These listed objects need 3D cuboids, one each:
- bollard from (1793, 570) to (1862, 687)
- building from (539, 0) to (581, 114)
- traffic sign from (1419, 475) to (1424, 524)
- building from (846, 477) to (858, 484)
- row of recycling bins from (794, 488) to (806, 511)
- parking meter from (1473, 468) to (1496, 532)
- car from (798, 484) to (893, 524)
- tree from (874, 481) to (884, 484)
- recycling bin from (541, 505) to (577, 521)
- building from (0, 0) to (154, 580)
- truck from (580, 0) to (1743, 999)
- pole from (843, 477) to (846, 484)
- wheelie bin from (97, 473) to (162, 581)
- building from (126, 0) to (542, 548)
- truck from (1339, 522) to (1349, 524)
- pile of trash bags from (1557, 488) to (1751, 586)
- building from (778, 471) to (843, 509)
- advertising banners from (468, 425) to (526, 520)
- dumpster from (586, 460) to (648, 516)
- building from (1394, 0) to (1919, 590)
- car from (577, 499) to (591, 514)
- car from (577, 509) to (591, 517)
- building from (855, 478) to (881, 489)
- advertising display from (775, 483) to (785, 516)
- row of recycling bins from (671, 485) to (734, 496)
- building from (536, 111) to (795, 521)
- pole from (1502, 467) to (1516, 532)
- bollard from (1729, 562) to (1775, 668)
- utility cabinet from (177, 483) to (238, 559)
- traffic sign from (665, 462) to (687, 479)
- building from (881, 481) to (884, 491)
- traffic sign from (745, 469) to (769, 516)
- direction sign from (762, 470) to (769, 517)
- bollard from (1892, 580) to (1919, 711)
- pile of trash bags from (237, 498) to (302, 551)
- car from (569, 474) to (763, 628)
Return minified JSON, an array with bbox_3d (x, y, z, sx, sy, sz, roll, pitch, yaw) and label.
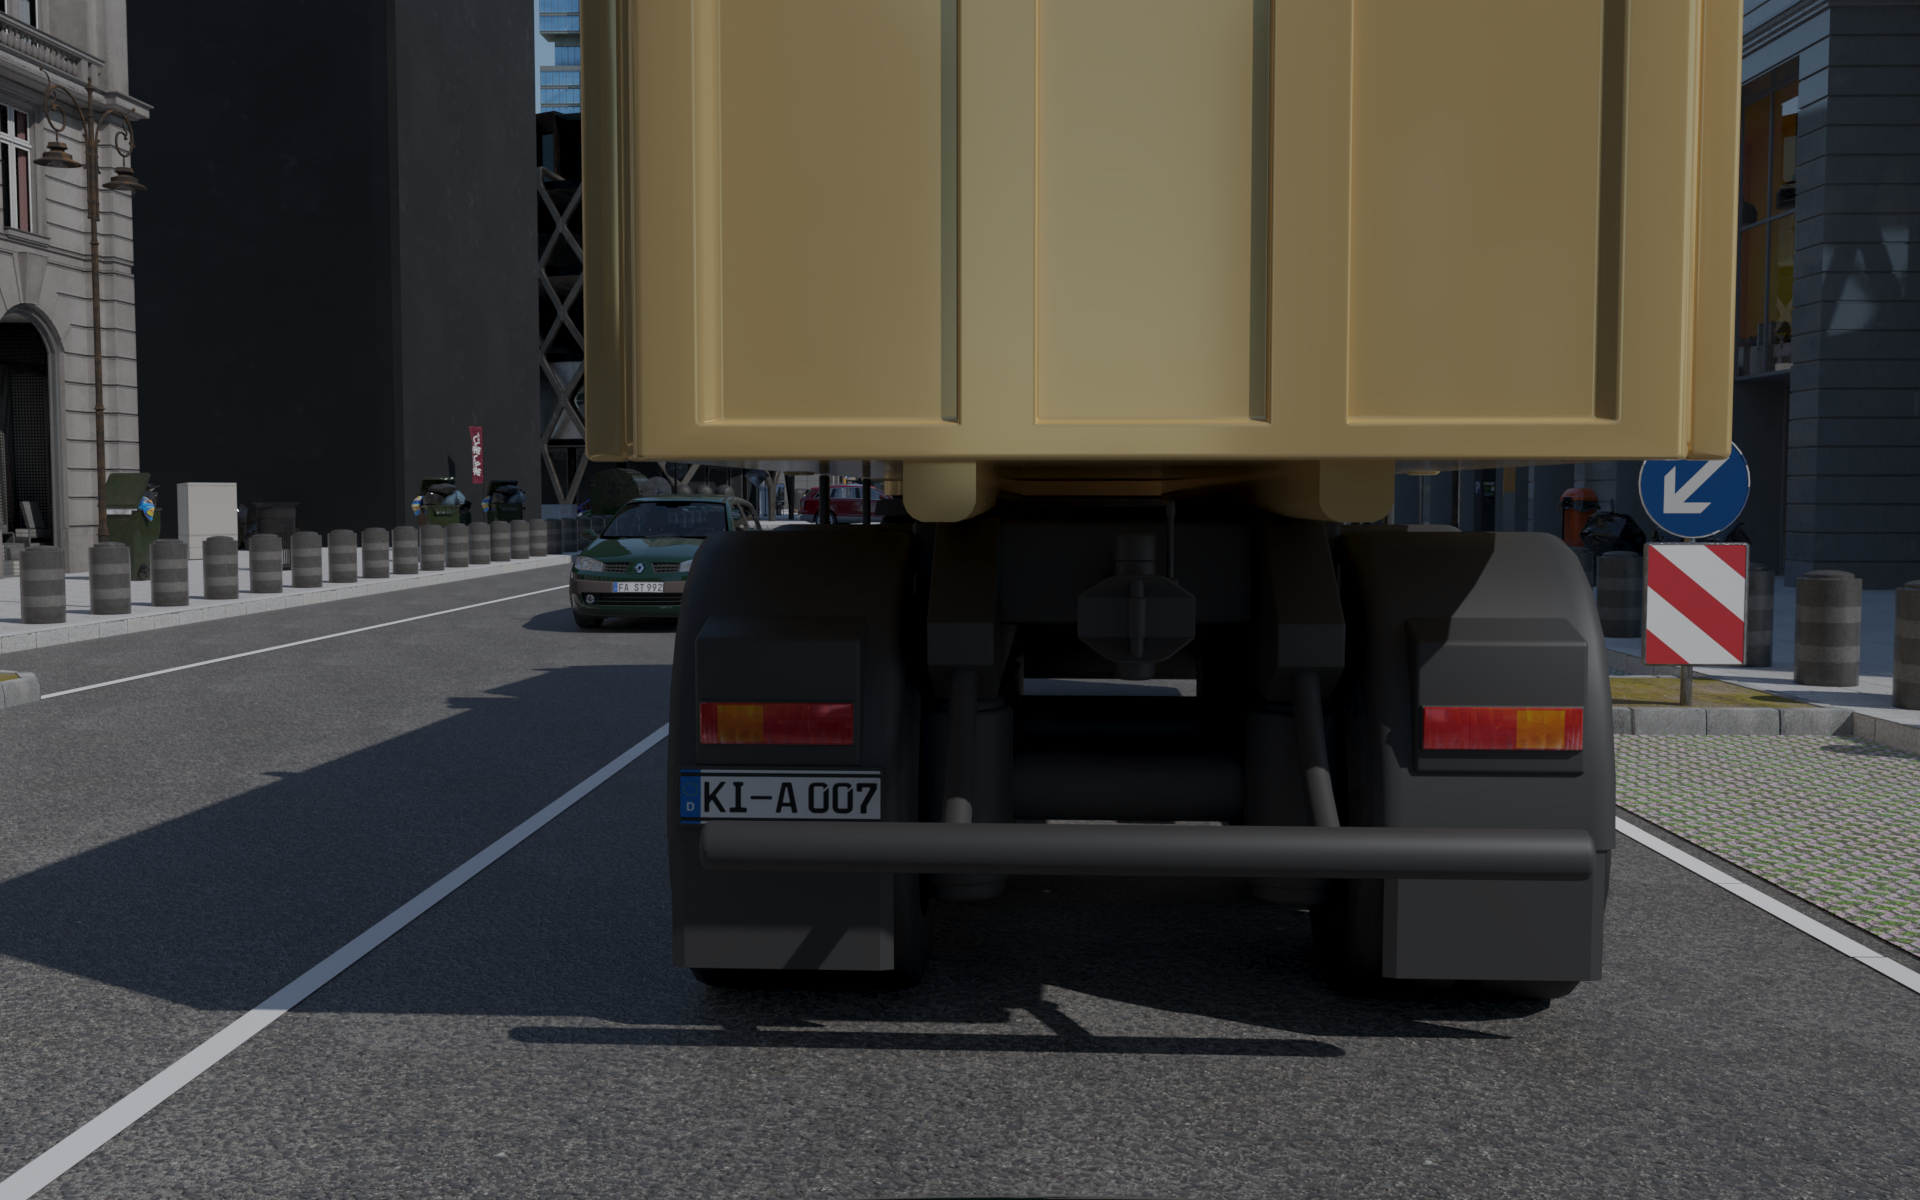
[{"bbox_3d":[5.846,0.186,11.673,0.404,0.777,0.398,0,3,0],"label":"bollard"},{"bbox_3d":[-46.500,-57.143,246.965,31.000,86.520,22.319,0,4,1],"label":"building"},{"bbox_3d":[7.476,-1.716,28.065,0.884,2.594,0.081,0,4,7],"label":"traffic sign"},{"bbox_3d":[-17.672,-31.955,172.568,14.600,45.320,14.200,0,4,1],"label":"building"},{"bbox_3d":[-11.689,-7.334,127.016,1.069,1.692,3.534,0,4,4],"label":"row of recycling bins"},{"bbox_3d":[9.152,-1.499,30.221,0.255,1.863,0.399,0,4,-6],"label":"parking meter"},{"bbox_3d":[-3.756,-3.660,68.507,5.304,1.827,2.281,0,4,1],"label":"car"},{"bbox_3d":[-6.046,-17.070,185.752,9.857,13.997,8.962,0,3,0],"label":"tree"},{"bbox_3d":[-9.613,-1.776,41.595,0.722,1.027,0.722,0,4,-1],"label":"recycling bin"},{"bbox_3d":[-20.069,-10.745,17.482,13.314,21.916,24.055,0,4,1],"label":"building"},{"bbox_3d":[0.679,-0.775,8.589,3.469,3.379,9.791,0,4,3],"label":"truck"},{"bbox_3d":[-9.187,-8.805,137.797,0.158,3.312,0.155,0,3,0],"label":"pole"},{"bbox_3d":[-12.345,-1.091,25.746,0.980,1.594,0.693,0,4,7],"label":"wheelie bin"},{"bbox_3d":[-20.990,-13.290,46.961,15.834,23.373,12.332,0,4,1],"label":"building"},{"bbox_3d":[20.905,-4.283,59.783,18.799,4.110,2.967,0,4,2],"label":"truck"},{"bbox_3d":[9.560,-0.896,24.396,1.912,1.369,3.447,-1,4,-16],"label":"pile of trash bags"},{"bbox_3d":[-21.105,-43.806,154.481,20.563,71.187,20.611,0,4,1],"label":"building"},{"bbox_3d":[-12.020,-2.984,44.978,0.090,3.025,2.074,2,4,27],"label":"advertising banners"},{"bbox_3d":[-9.408,-2.775,47.859,1.502,2.255,1.985,0,4,1],"label":"dumpster"},{"bbox_3d":[17.149,-15.864,36.874,11.434,29.767,29.804,0,4,1],"label":"building"},{"bbox_3d":[-13.327,-3.150,64.088,3.894,1.354,1.945,0,4,0],"label":"car"},{"bbox_3d":[-11.554,-3.145,61.214,4.222,1.686,2.009,0,4,3],"label":"car"},{"bbox_3d":[-23.578,-40.324,201.303,28.212,58.520,21.231,0,4,1],"label":"building"},{"bbox_3d":[-10.753,-5.977,102.936,0.123,1.923,0.974,2,4,29],"label":"advertising display"},{"bbox_3d":[-11.634,-4.200,75.788,3.534,1.692,1.069,-1,4,-16],"label":"row of recycling bins"},{"bbox_3d":[-16.424,-13.308,85.035,16.811,18.784,16.820,0,4,1],"label":"building"},{"bbox_3d":[7.671,-1.855,24.169,0.158,3.312,0.155,0,3,0],"label":"pole"},{"bbox_3d":[5.877,0.106,12.978,0.404,0.777,0.398,0,3,0],"label":"bollard"},{"bbox_3d":[-14.770,-1.549,33.997,0.318,1.500,1.173,2,4,25],"label":"utility cabinet"},{"bbox_3d":[-9.366,-3.487,57.116,0.768,2.556,0.104,0,4,8],"label":"traffic sign"},{"bbox_3d":[-1.745,-40.421,250.119,27.495,52.752,28.713,0,4,1],"label":"building"},{"bbox_3d":[-6.653,-3.254,56.850,0.795,2.450,0.064,0,4,1],"label":"traffic sign"},{"bbox_3d":[-11.093,-6.520,98.600,0.876,3.537,0.379,0,4,-7],"label":"direction sign"},{"bbox_3d":[5.816,0.266,10.368,0.404,0.777,0.398,0,3,0],"label":"bollard"},{"bbox_3d":[-16.267,-1.794,39.091,1.912,1.369,3.447,0,4,5],"label":"pile of trash bags"},{"bbox_3d":[-3.182,-0.608,19.726,2.009,1.686,4.222,0,4,3],"label":"car"}]
